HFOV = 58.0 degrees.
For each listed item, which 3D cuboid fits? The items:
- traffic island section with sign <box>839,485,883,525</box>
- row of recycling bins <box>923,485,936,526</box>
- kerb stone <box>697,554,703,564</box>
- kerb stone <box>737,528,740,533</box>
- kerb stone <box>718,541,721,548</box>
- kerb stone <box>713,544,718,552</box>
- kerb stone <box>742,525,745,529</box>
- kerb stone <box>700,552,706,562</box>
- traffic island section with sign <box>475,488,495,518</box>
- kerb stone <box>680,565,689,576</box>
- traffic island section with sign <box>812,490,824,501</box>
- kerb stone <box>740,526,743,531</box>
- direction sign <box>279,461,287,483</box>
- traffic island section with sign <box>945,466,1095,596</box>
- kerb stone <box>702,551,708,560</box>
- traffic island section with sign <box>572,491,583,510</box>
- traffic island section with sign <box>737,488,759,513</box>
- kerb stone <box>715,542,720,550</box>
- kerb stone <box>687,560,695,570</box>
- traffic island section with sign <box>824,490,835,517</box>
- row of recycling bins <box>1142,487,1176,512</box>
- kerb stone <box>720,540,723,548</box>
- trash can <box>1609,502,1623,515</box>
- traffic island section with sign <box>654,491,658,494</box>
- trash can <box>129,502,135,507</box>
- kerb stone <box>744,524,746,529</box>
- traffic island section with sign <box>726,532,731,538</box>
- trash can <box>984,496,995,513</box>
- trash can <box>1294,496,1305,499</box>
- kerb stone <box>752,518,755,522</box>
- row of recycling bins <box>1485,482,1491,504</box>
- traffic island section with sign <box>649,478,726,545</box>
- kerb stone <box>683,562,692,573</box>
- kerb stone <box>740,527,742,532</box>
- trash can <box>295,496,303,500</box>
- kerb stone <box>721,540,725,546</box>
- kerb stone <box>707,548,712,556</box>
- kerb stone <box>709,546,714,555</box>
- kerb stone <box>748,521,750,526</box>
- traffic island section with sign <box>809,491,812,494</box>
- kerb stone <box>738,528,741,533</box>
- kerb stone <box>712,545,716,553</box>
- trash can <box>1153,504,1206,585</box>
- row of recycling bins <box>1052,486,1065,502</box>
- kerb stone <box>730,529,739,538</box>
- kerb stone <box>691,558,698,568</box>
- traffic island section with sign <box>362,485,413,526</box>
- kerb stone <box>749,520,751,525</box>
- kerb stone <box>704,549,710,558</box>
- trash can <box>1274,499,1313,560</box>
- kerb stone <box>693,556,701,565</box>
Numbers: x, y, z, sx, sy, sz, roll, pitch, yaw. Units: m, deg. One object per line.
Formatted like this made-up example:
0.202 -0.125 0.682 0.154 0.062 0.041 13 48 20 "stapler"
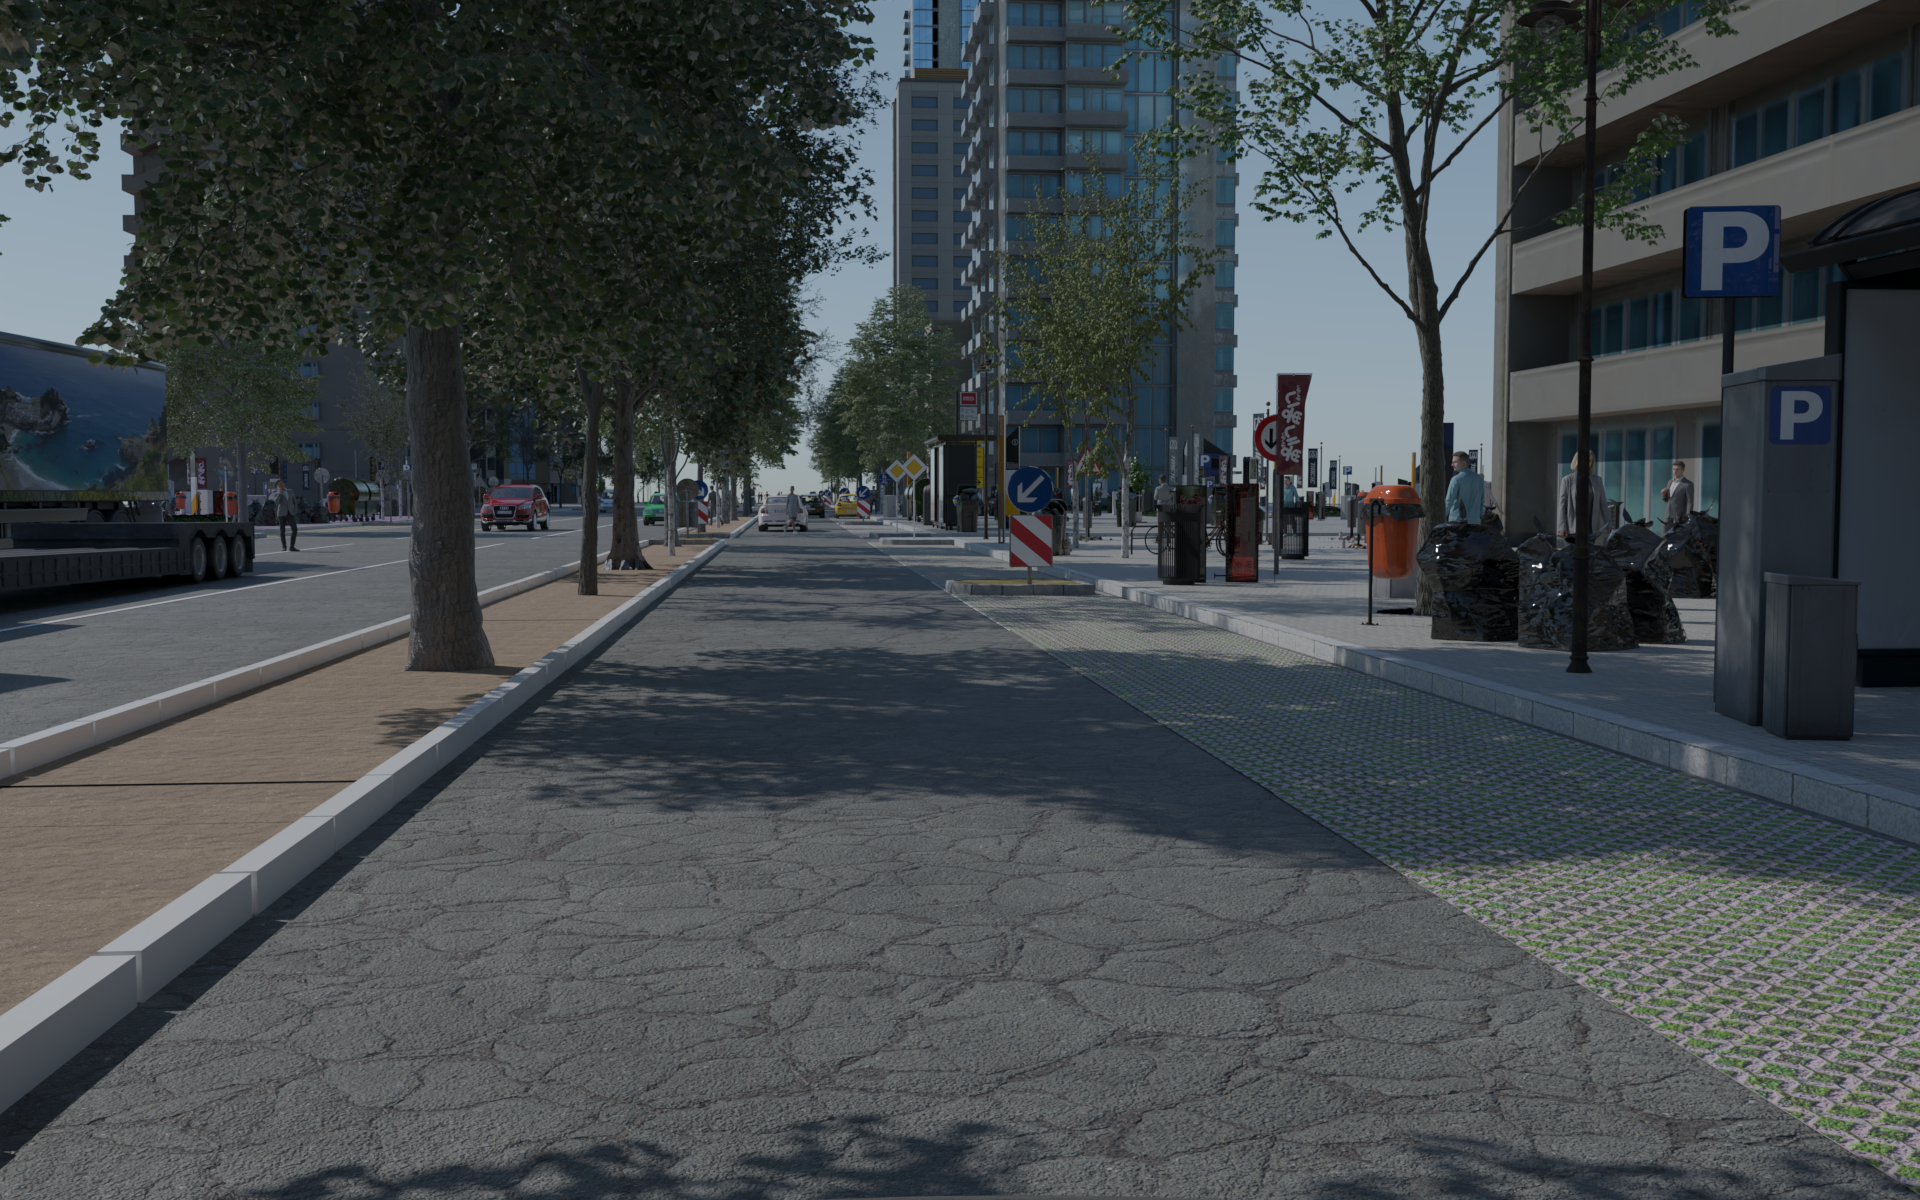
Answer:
-4.622 -4.387 80.357 1.989 1.847 2.006 0 4 -6 "traffic island section with sign"
-0.377 -3.962 71.890 1.069 1.692 3.534 2 4 29 "row of recycling bins"
-5.330 -0.782 34.978 0.120 0.150 1.000 0 4 -6 "kerb stone"
-7.787 -2.312 60.011 0.120 0.150 1.000 0 4 -6 "kerb stone"
-6.229 -1.343 44.171 0.120 0.150 1.000 0 4 -6 "kerb stone"
-6.028 -1.220 42.135 0.120 0.150 1.000 0 4 -6 "kerb stone"
-8.390 -2.687 66.126 0.120 0.150 1.000 0 4 -6 "kerb stone"
-5.421 -0.843 36.003 0.120 0.150 1.000 0 4 -6 "kerb stone"
-28.492 -5.913 105.300 1.989 1.847 2.006 0 4 -6 "traffic island section with sign"
-4.812 -0.469 29.860 0.120 0.150 1.000 0 4 -6 "kerb stone"
-12.108 -9.043 156.488 1.989 1.847 2.006 0 4 -6 "traffic island section with sign"
-8.190 -2.561 64.092 0.120 0.150 1.000 0 4 -6 "kerb stone"
-46.524 -7.760 118.868 0.876 3.537 0.379 1 4 22 "direction sign"
0.814 -1.014 25.211 1.989 1.847 2.006 0 4 -6 "traffic island section with sign"
-5.525 -0.907 37.033 0.120 0.150 1.000 0 4 -6 "kerb stone"
-33.228 -8.856 153.421 1.989 1.847 2.006 0 4 -6 "traffic island section with sign"
-15.915 -7.551 131.589 2.006 1.907 1.989 0 4 -6 "traffic island section with sign"
-6.128 -1.282 43.152 0.120 0.150 1.000 0 4 -6 "kerb stone"
-5.022 -0.594 31.906 0.120 0.150 1.000 0 4 -6 "kerb stone"
-7.274 -6.039 107.373 1.989 1.847 2.006 0 4 -6 "traffic island section with sign"
12.263 -5.789 101.759 3.534 1.692 1.069 0 4 -1 "row of recycling bins"
-6.333 -1.406 45.188 0.120 0.150 1.000 0 4 -6 "kerb stone"
12.028 -1.272 32.458 0.748 1.137 0.748 0 3 0 "trash can"
-41.408 -13.933 236.434 1.989 1.847 2.006 0 4 -6 "traffic island section with sign"
-47.384 -5.369 99.441 0.748 1.137 0.748 0 3 0 "trash can"
-8.587 -2.810 68.168 0.120 0.150 1.000 0 4 -6 "kerb stone"
-8.539 -2.977 56.812 2.006 1.907 1.989 0 4 -6 "traffic island section with sign"
2.024 -6.557 118.854 0.748 1.137 0.748 0 3 0 "trash can"
22.885 -6.425 116.694 0.748 1.137 0.748 0 3 0 "trash can"
-10.091 -3.739 83.453 0.120 0.150 1.000 0 4 -6 "kerb stone"
18.347 -3.294 60.965 3.534 1.692 1.069 2 4 33 "row of recycling bins"
-7.822 -2.526 49.440 2.006 1.907 1.989 0 4 -6 "traffic island section with sign"
-4.923 -0.532 30.888 0.120 0.150 1.000 0 4 -6 "kerb stone"
-8.094 -2.500 63.069 0.120 0.150 1.000 0 4 -6 "kerb stone"
-44.851 -6.463 117.323 0.748 1.137 0.748 0 3 0 "trash can"
-6.428 -1.467 46.218 0.120 0.150 1.000 0 4 -6 "kerb stone"
-5.735 -1.033 39.077 0.120 0.150 1.000 0 4 -6 "kerb stone"
-5.828 -1.095 40.095 0.120 0.150 1.000 0 4 -6 "kerb stone"
-9.299 -3.248 75.299 0.120 0.150 1.000 0 4 -6 "kerb stone"
-14.808 -10.717 183.850 1.989 1.847 2.006 0 4 -6 "traffic island section with sign"
-7.890 -2.375 61.028 0.120 0.150 1.000 0 4 -6 "kerb stone"
-5.932 -1.155 41.115 0.120 0.150 1.000 0 4 -6 "kerb stone"
3.106 -0.789 24.556 0.748 1.137 0.748 0 3 0 "trash can"
6.844 -6.996 121.503 1.069 1.692 3.534 0 4 7 "row of recycling bins"
-7.691 -2.251 58.993 0.120 0.150 1.000 0 4 -6 "kerb stone"
-5.122 -0.657 32.931 0.120 0.150 1.000 0 4 -6 "kerb stone"
-25.853 -4.272 78.474 1.989 1.847 2.006 0 4 -6 "traffic island section with sign"
-9.387 -3.310 76.319 0.120 0.150 1.000 0 4 -6 "kerb stone"
-5.623 -0.969 38.061 0.120 0.150 1.000 0 4 -6 "kerb stone"
6.542 -1.366 33.993 0.748 1.137 0.748 0 3 0 "trash can"
-5.221 -0.715 33.949 0.120 0.150 1.000 0 4 -6 "kerb stone"
